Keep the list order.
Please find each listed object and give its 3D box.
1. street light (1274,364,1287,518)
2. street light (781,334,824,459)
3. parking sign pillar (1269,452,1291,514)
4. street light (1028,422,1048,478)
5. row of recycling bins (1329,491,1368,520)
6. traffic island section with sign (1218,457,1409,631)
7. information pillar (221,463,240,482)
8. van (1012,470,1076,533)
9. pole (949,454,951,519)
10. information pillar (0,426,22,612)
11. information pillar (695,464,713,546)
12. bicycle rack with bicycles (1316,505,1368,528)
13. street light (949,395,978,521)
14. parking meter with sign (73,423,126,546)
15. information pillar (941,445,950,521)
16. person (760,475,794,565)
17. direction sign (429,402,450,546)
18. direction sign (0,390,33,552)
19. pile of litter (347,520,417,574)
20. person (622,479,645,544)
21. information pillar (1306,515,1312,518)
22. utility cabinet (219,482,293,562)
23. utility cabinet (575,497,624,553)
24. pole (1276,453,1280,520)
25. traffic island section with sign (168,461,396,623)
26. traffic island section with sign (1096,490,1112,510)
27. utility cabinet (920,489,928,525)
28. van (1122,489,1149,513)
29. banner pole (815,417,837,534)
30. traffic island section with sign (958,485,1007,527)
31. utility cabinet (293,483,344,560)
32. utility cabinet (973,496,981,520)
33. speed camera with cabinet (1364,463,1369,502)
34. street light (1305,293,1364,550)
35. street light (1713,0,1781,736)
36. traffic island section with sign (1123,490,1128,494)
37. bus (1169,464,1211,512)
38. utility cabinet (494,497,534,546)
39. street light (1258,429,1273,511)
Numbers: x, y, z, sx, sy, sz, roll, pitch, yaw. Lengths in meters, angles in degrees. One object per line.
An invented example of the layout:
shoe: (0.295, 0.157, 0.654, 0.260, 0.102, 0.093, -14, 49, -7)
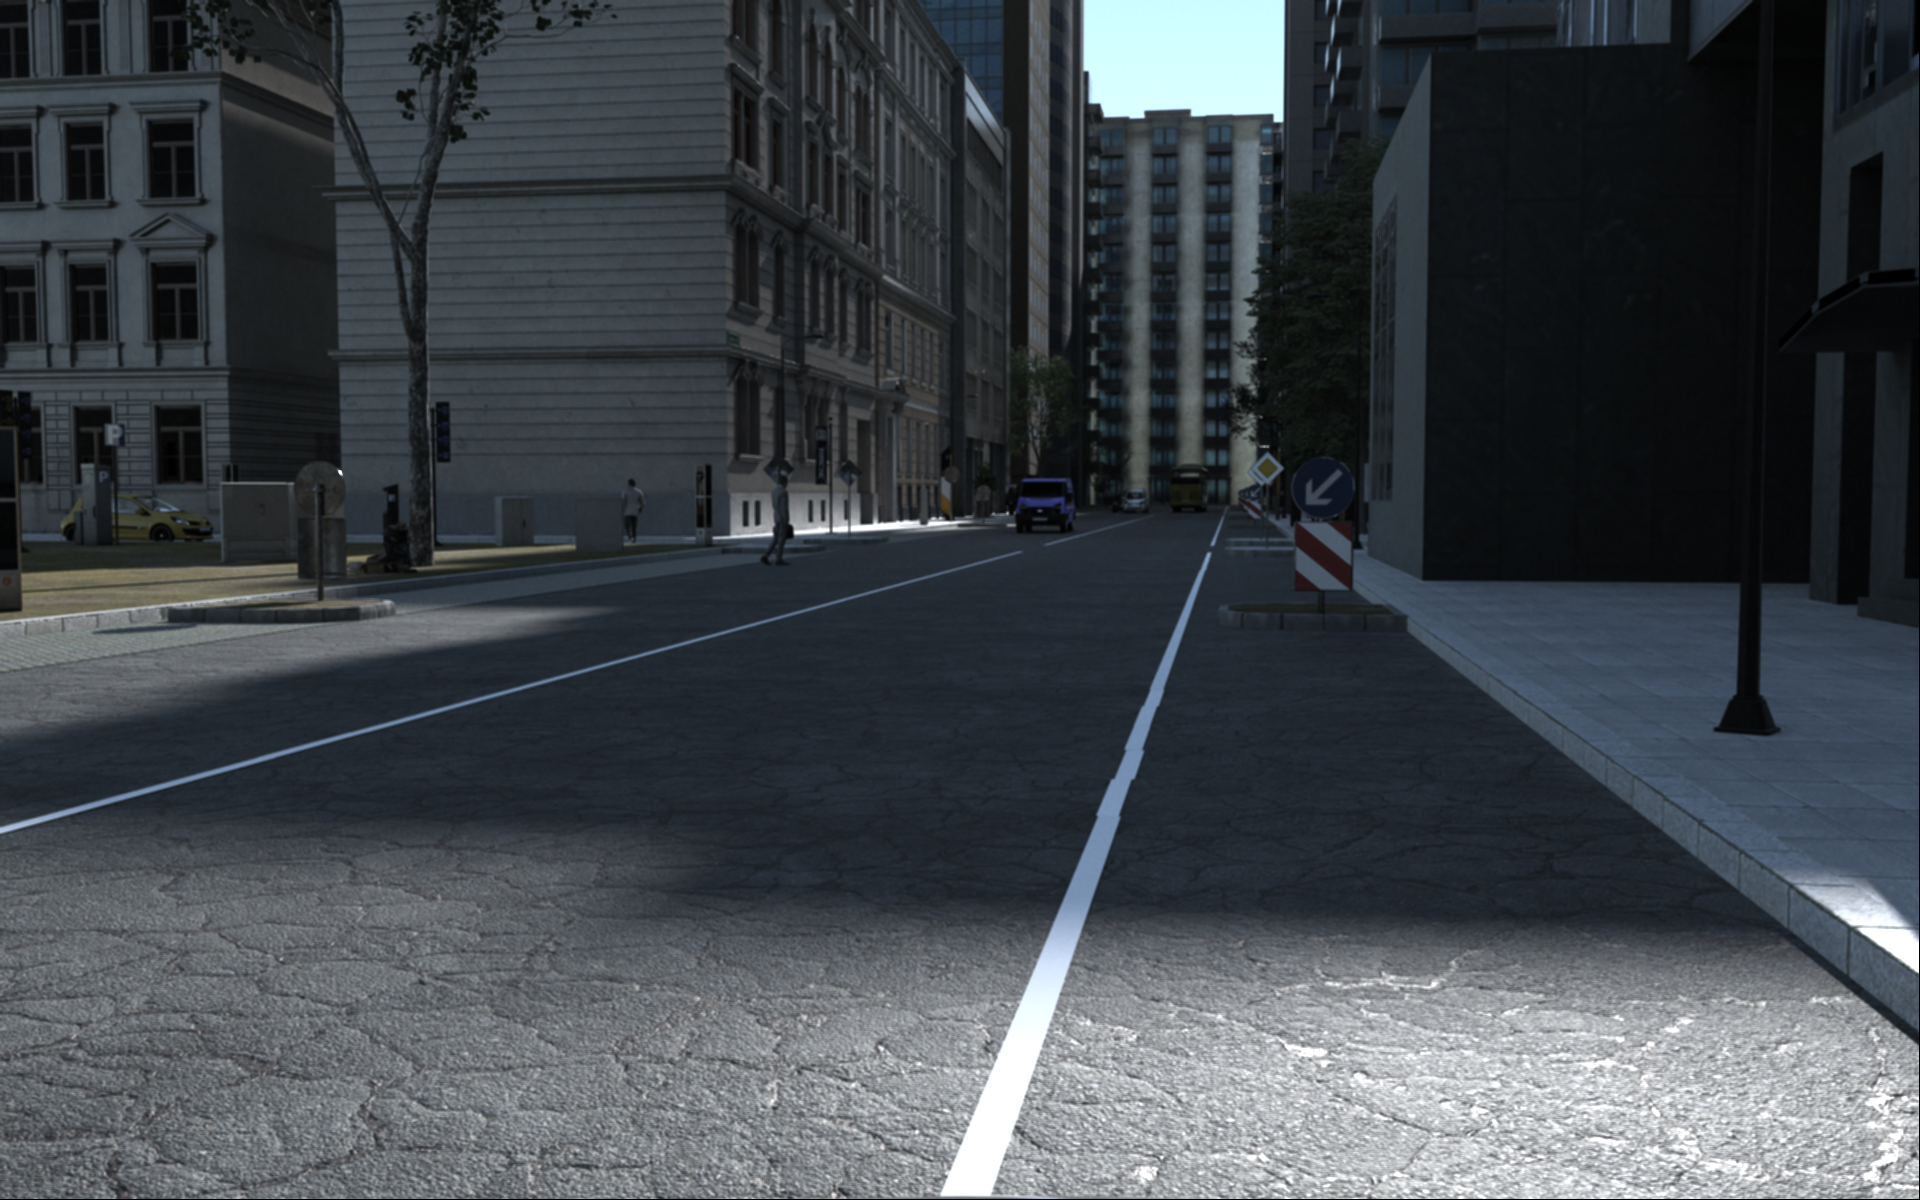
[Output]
street light: (11.992, -5.432, 61.347, 1.470, 5.913, 1.316, 1, 4, 9)
street light: (-4.643, -4.772, 50.557, 1.470, 5.913, 1.316, 1, 4, 9)
parking sign pillar: (20.456, -7.465, 110.522, 1.447, 3.967, 1.447, 0, 4, -1)
street light: (4.994, -8.531, 112.020, 1.470, 5.913, 1.316, 1, 4, 9)
row of recycling bins: (18.945, -4.782, 85.301, 1.069, 1.692, 3.534, -2, 4, -29)
traffic island section with sign: (3.875, -0.647, 19.211, 1.989, 1.847, 2.006, 1, 4, 9)
information pillar: (-17.399, -2.254, 41.339, 0.304, 2.012, 0.304, 1, 4, 10)
van: (3.236, -3.729, 65.353, 2.240, 2.365, 5.245, 0, 4, 8)
pole: (-0.536, -5.793, 88.558, 0.158, 3.312, 0.155, 0, 3, 0)
information pillar: (-10.467, -0.881, 18.897, 0.304, 2.012, 0.304, -3, 5, -44)
information pillar: (-6.286, -2.325, 42.501, 0.304, 2.012, 0.304, 2, 4, 27)
bicycle rack with bicycles: (13.395, -2.773, 58.727, 2.925, 0.926, 2.852, 0, 4, 4)
street light: (0.167, -6.658, 81.398, 1.470, 5.913, 1.316, 1, 4, 9)
parking meter with sign: (-21.651, -2.886, 43.452, 1.738, 3.016, 0.543, 2, 4, 34)
information pillar: (-0.679, -5.625, 83.317, 0.504, 3.616, 0.183, -2, 4, -29)
person: (-3.615, -1.614, 35.005, 0.853, 1.813, 0.709, -3, 4, -39)
direction sign: (-12.968, -3.101, 42.693, 0.876, 3.537, 0.379, 1, 4, 11)
direction sign: (-20.717, -2.818, 38.077, 0.379, 3.537, 0.876, 1, 4, 13)
pile of litter: (-9.481, -0.883, 28.398, 1.176, 0.858, 1.719, 0, 4, -8)
person: (-8.640, -2.287, 45.745, 0.661, 1.843, 0.795, -2, 4, -27)
information pillar: (18.517, -5.335, 91.714, 0.304, 2.012, 0.304, 1, 4, 15)
utility cabinet: (-13.271, -1.464, 32.613, 1.173, 1.500, 0.318, -2, 4, -31)
utility cabinet: (-7.940, -1.650, 38.143, 1.020, 1.237, 0.306, -1, 4, -12)
pole: (15.759, -5.627, 85.838, 0.158, 3.312, 0.155, 0, 3, 0)
traffic island section with sign: (-7.701, -0.700, 20.072, 1.989, 1.847, 2.006, 1, 4, 9)
traffic island section with sign: (12.943, -8.740, 151.529, 1.989, 1.847, 2.006, 1, 4, 9)
utility cabinet: (-1.519, -3.880, 72.113, 0.318, 1.500, 1.173, 0, 4, -4)
van: (13.161, -7.491, 129.481, 2.013, 2.044, 4.112, 1, 4, 10)
banner pole: (-4.362, -4.041, 56.092, 0.863, 3.779, 0.401, -3, 5, -43)
traffic island section with sign: (1.022, -4.098, 75.636, 1.989, 1.847, 2.006, 1, 4, 9)
utility cabinet: (-12.441, -1.505, 33.279, 1.173, 1.500, 0.318, 1, 4, 15)
utility cabinet: (0.858, -4.630, 86.863, 0.306, 1.237, 1.020, 0, 4, -5)
speed camera with cabinet: (12.491, -3.337, 48.889, 2.038, 3.252, 0.660, 2, 4, 24)
street light: (8.675, -4.135, 40.146, 1.470, 5.913, 1.316, 1, 4, 9)
street light: (3.726, -2.247, 9.284, 1.470, 5.913, 1.316, 1, 4, 9)
traffic island section with sign: (17.243, -10.417, 178.948, 1.989, 1.847, 2.006, 1, 4, 9)
bus: (18.648, -9.112, 140.534, 2.896, 3.916, 12.252, 1, 4, 11)
utility cabinet: (-11.053, -1.946, 42.987, 0.306, 1.237, 1.020, 2, 4, 33)
street light: (16.701, -7.308, 92.031, 1.470, 5.913, 1.316, 1, 4, 9)
